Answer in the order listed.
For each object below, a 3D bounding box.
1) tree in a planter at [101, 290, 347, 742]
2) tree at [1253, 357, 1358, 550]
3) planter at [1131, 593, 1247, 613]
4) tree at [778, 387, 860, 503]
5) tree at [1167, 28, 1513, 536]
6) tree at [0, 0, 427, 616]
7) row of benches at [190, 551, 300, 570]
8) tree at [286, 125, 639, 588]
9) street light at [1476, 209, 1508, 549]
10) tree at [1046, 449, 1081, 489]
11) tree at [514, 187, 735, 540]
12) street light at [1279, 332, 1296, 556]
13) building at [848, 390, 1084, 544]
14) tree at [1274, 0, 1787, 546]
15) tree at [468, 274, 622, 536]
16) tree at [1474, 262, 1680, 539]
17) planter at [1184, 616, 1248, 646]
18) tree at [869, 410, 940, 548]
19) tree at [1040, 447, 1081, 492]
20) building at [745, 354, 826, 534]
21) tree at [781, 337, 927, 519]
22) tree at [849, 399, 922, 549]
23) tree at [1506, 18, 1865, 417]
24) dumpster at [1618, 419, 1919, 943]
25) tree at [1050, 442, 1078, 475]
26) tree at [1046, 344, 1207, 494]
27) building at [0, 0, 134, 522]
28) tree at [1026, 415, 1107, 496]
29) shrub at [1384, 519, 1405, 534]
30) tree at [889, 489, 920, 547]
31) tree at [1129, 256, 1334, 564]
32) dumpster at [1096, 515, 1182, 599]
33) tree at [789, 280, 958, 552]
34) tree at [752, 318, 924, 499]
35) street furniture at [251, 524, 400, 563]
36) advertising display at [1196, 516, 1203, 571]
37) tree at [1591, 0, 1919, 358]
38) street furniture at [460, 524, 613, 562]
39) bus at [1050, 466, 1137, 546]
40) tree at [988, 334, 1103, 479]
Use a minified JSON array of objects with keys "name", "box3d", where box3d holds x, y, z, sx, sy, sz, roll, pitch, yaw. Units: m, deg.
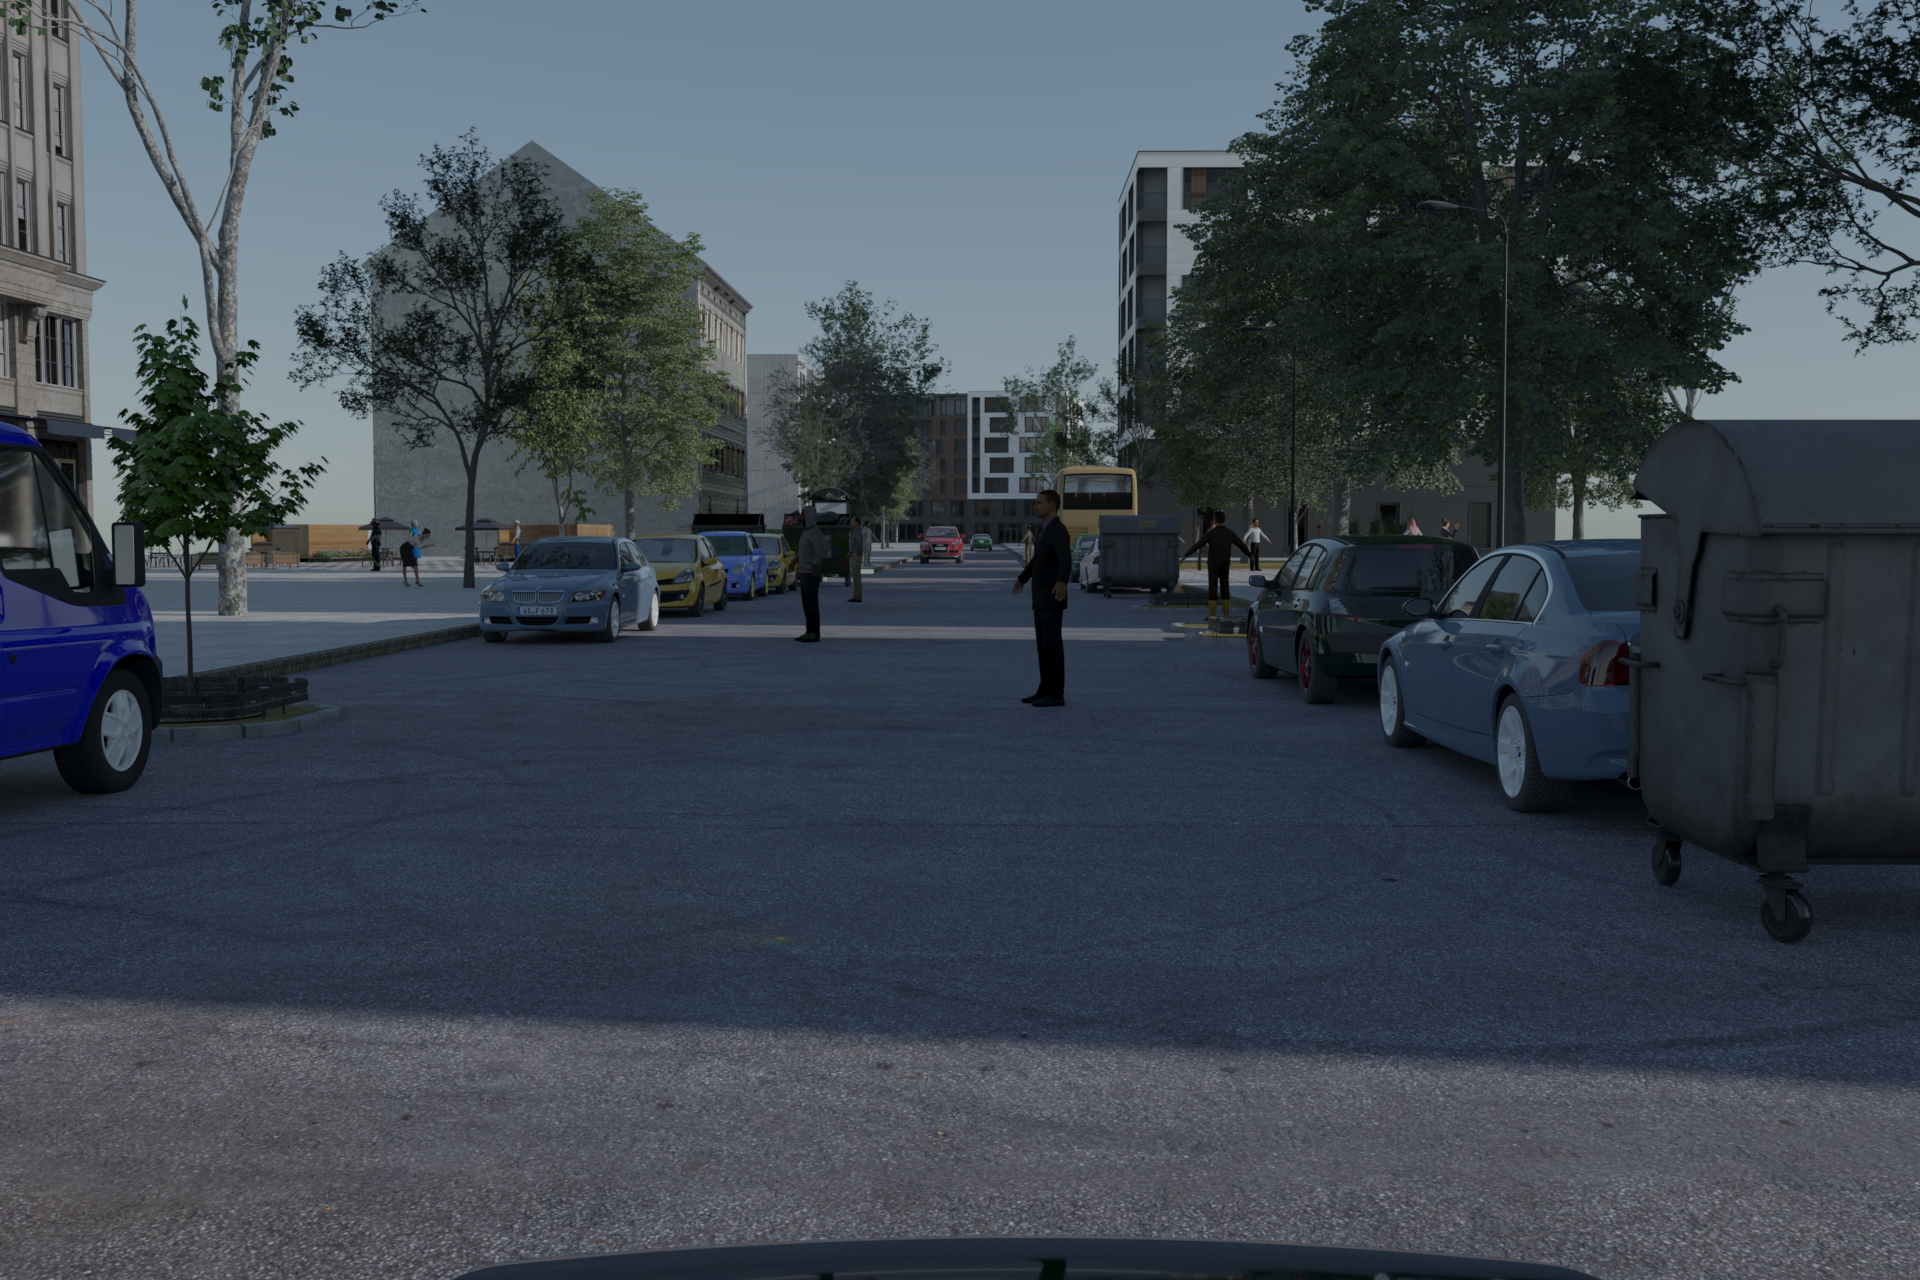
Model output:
[{"name":"tree in a planter","box3d":[-5.754,-0.956,12.855,1.991,3.239,1.994,0,4,1]},{"name":"tree","box3d":[12.562,-7.008,64.940,4.360,8.622,3.978,0,3,0]},{"name":"planter","box3d":[4.227,-0.688,32.390,1.991,0.319,1.994,0,4,1]},{"name":"tree","box3d":[-7.244,-8.359,87.030,4.360,8.622,3.978,0,3,0]},{"name":"tree","box3d":[10.110,-8.489,45.449,9.857,13.997,8.962,0,3,0]},{"name":"tree","box3d":[-12.895,-10.480,27.231,12.611,20.169,13.585,0,3,0]},{"name":"row of benches","box3d":[-26.273,-2.939,63.514,1.422,0.672,4.104,3,4,39]},{"name":"tree","box3d":[-11.646,-6.486,40.453,8.767,10.594,7.601,0,4,-5]},{"name":"street light","box3d":[8.148,-3.164,24.273,1.470,5.913,1.316,0,4,1]},{"name":"tree","box3d":[8.583,-11.906,145.027,4.360,8.622,3.978,0,3,0]},{"name":"tree","box3d":[-11.346,-8.531,57.609,7.486,12.596,7.792,0,3,0]},{"name":"street light","box3d":[8.014,-4.054,38.823,1.470,5.913,1.316,0,4,1]},{"name":"building","box3d":[1.309,-25.283,259.807,32.646,21.610,27.936,1,4,10]},{"name":"tree","box3d":[10.261,-7.672,32.088,9.857,13.997,8.962,0,3,0]},{"name":"tree","box3d":[-11.294,-5.990,48.303,4.737,8.622,4.395,0,3,0]},{"name":"tree","box3d":[28.139,-10.534,78.893,9.857,13.997,8.962,0,3,0]},{"name":"planter","box3d":[4.038,-0.124,23.166,1.991,0.319,1.994,0,4,1]},{"name":"tree","box3d":[-6.607,-15.233,159.429,12.009,13.543,11.850,0,3,0]},{"name":"tree","box3d":[8.699,-11.498,138.360,4.360,8.622,3.978,0,3,0]},{"name":"building","box3d":[-24.051,-19.548,186.061,16.747,18.905,31.486,0,4,1]},{"name":"tree","box3d":[-7.015,-12.600,112.667,9.857,13.997,8.962,0,3,0]},{"name":"tree","box3d":[-6.668,-13.822,144.110,7.486,12.596,7.792,0,3,0]},{"name":"tree","box3d":[25.938,-12.796,65.107,12.611,20.169,13.585,0,3,0]},{"name":"dumpster","box3d":[3.593,0.103,6.532,1.865,1.857,1.264,0,4,0]},{"name":"tree","box3d":[8.724,-11.048,130.999,4.737,8.622,4.395,0,3,0]},{"name":"tree","box3d":[8.354,-9.279,86.129,8.767,10.594,7.601,1,4,10]},{"name":"building","box3d":[-31.544,-18.348,46.104,12.429,33.558,17.177,0,4,1]},{"name":"tree","box3d":[9.379,-13.869,152.520,9.928,11.665,9.643,0,3,0]},{"name":"shrub","box3d":[20.297,-4.667,80.730,1.690,2.028,1.600,0,3,0]},{"name":"tree","box3d":[-6.344,-13.356,168.732,4.360,8.622,3.978,0,3,0]},{"name":"tree","box3d":[12.448,-10.309,75.211,9.857,13.997,8.962,0,3,0]},{"name":"dumpster","box3d":[4.011,-1.879,38.934,1.865,1.857,1.264,0,4,1]},{"name":"tree","box3d":[-6.545,-16.609,127.447,12.611,20.169,13.585,0,3,0]},{"name":"tree","box3d":[-7.063,-11.493,98.279,12.009,13.543,11.850,0,3,0]},{"name":"street furniture","box3d":[-29.623,-4.582,81.768,9.812,1.723,11.010,1,4,14]},{"name":"advertising display","box3d":[8.411,-3.407,60.912,0.123,1.923,0.974,0,4,1]},{"name":"tree","box3d":[10.025,-5.022,16.516,8.767,10.594,7.601,3,4,38]},{"name":"street furniture","box3d":[-17.919,-4.610,82.227,9.812,1.723,11.010,1,4,8]},{"name":"bus","box3d":[4.540,-4.270,61.356,2.896,3.916,12.252,0,4,1]},{"name":"tree","box3d":[8.974,-19.005,166.628,12.611,20.169,13.585,0,3,0]}]
